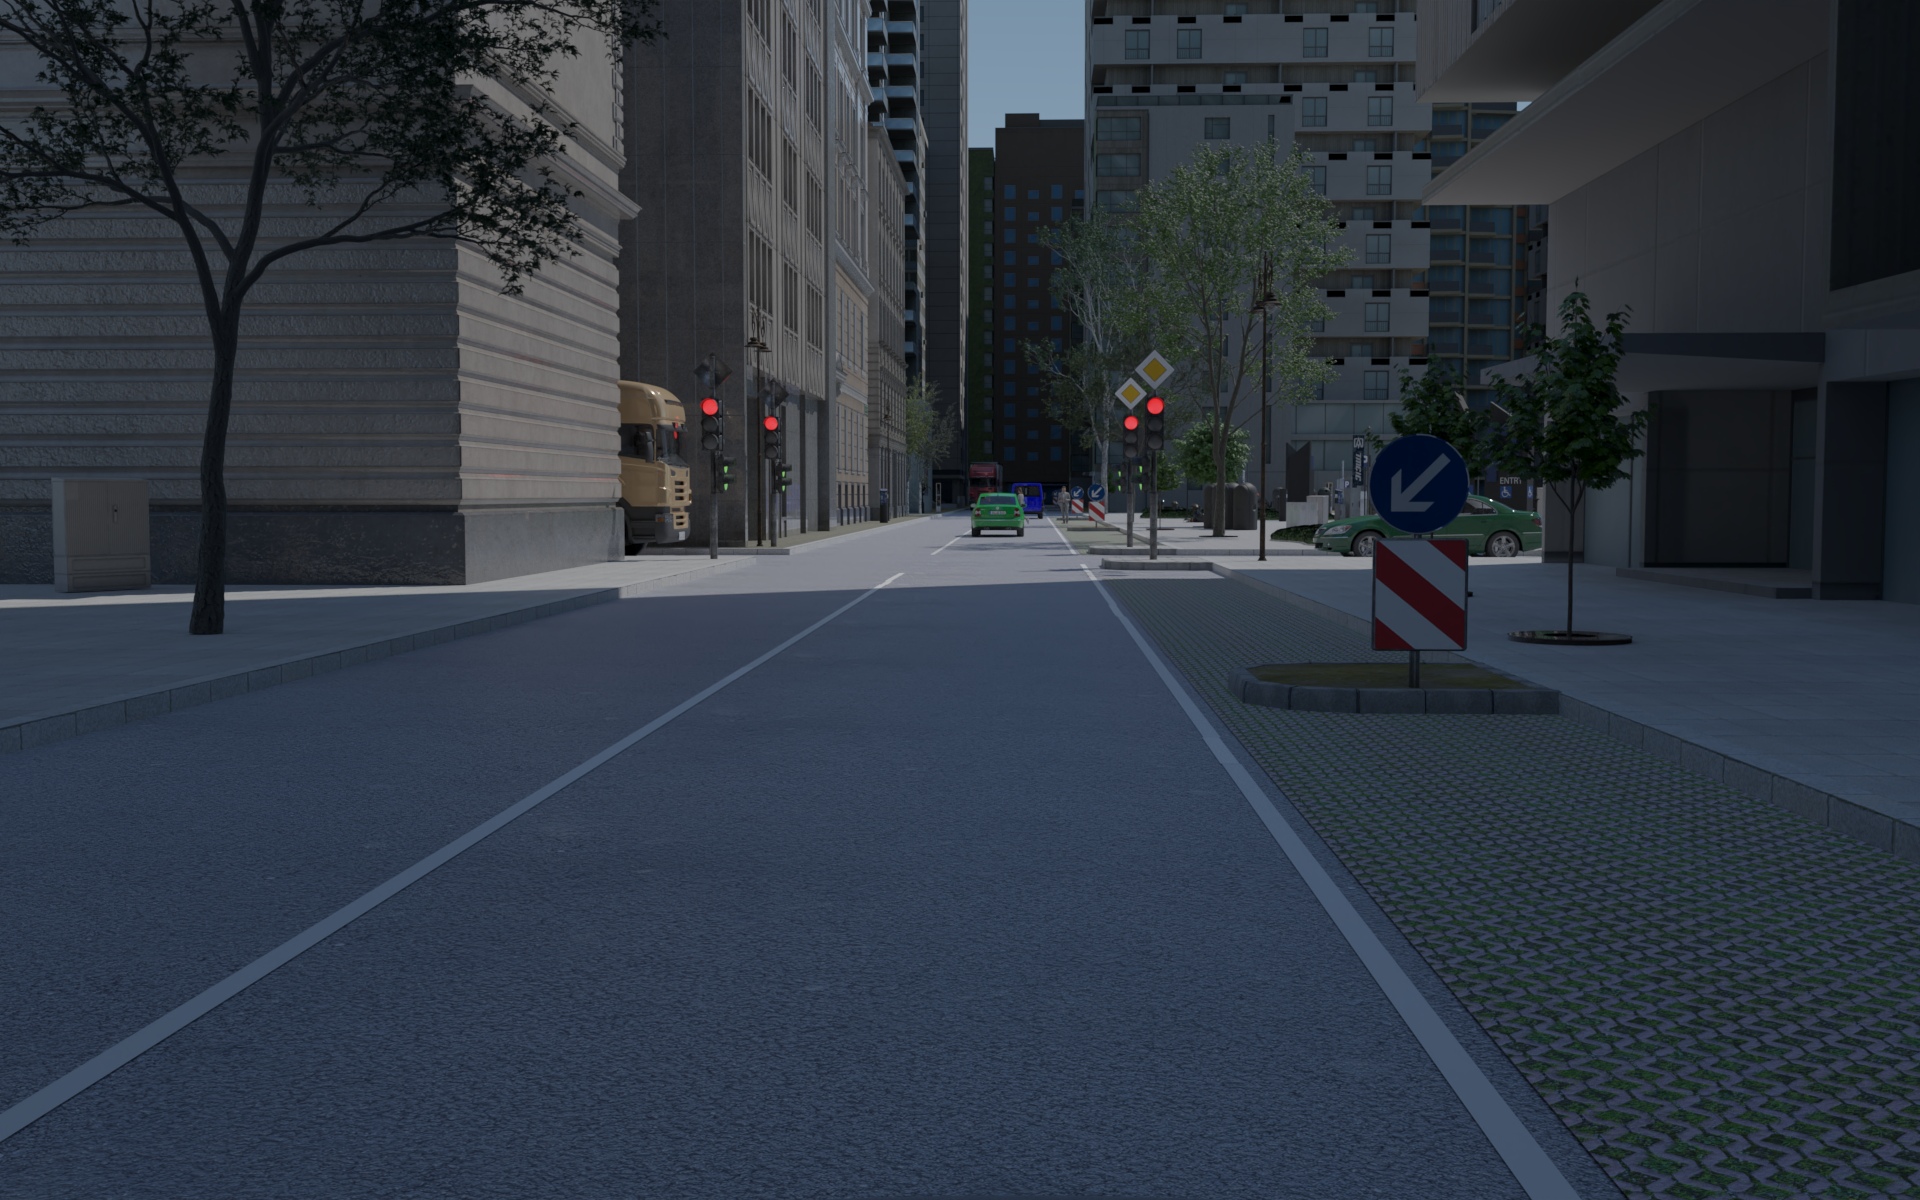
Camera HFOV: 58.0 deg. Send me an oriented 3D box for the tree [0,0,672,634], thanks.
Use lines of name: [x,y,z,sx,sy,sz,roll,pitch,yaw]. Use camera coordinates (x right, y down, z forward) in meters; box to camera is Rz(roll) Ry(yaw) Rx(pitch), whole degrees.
tree: [-6.616,-4.953,15.400,7.601,10.594,8.767,2,4,27]

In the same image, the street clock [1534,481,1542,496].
street clock: [23.469,-4.017,70.251,0.358,2.002,0.471,2,4,34]

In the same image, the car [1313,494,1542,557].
car: [10.101,-1.563,37.351,4.920,1.459,2.131,0,4,1]

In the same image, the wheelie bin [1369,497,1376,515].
wheelie bin: [19.775,-4.549,82.280,0.980,1.594,0.693,2,4,25]

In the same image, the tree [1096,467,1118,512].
tree: [10.511,-7.761,121.499,1.663,3.219,1.824,0,3,0]

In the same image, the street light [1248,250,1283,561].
street light: [5.807,-3.688,33.089,0.468,5.910,1.993,0,4,2]

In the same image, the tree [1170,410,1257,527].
tree: [9.835,-5.101,67.113,4.285,4.588,4.351,0,3,0]

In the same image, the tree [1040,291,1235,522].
tree: [7.802,-8.778,77.935,8.767,10.594,7.601,-1,4,-10]

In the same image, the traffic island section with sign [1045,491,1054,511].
traffic island section with sign: [8.232,-8.250,143.522,1.989,1.847,2.006,0,4,2]

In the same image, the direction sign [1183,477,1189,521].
direction sign: [11.016,-5.620,83.889,0.379,3.537,0.876,1,4,11]

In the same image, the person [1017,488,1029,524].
person: [2.836,-4.363,80.592,0.760,1.731,0.466,0,4,-5]

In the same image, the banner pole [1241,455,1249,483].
banner pole: [17.763,-7.207,107.853,0.863,3.779,0.401,-3,5,-44]

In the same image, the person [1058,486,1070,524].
person: [4.998,-4.562,83.294,0.606,1.804,0.583,1,4,10]

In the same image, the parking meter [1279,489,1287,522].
parking meter: [15.069,-4.427,80.792,0.372,1.533,0.369,0,3,0]

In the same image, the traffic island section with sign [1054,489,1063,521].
traffic island section with sign: [6.230,-5.214,93.875,1.989,1.847,2.006,0,4,2]

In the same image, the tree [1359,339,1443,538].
tree: [5.819,-1.662,21.770,1.663,3.219,1.824,0,3,0]

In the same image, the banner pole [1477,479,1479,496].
banner pole: [30.502,-6.845,101.940,0.401,3.779,0.863,1,4,17]

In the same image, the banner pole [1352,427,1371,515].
banner pole: [14.959,-4.550,64.413,0.863,3.779,0.401,-1,4,-11]

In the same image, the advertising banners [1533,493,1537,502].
advertising banners: [34.316,-6.403,100.874,2.074,3.025,0.090,-1,4,-15]

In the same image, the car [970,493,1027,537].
car: [1.314,-3.096,59.420,1.959,1.807,4.718,0,4,2]

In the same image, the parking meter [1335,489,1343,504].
parking meter: [18.006,-4.523,82.359,0.372,1.533,0.369,0,3,0]

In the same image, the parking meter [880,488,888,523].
parking meter: [-3.374,-4.180,76.749,0.372,1.533,0.369,0,3,0]

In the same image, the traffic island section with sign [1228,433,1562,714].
traffic island section with sign: [2.939,-0.216,12.160,1.989,1.847,2.006,0,4,2]

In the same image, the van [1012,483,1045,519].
van: [3.877,-5.901,100.867,2.240,2.365,5.245,0,4,2]

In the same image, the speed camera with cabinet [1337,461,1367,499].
speed camera with cabinet: [23.350,-6.617,102.524,2.038,3.252,0.660,1,4,12]

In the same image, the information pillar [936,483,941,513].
information pillar: [-1.446,-6.805,115.758,0.304,2.012,0.304,0,4,-4]

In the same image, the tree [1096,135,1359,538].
tree: [7.729,-7.663,51.039,9.928,11.665,9.643,0,3,0]

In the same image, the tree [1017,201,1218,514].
tree: [9.950,-15.551,110.147,12.611,20.169,13.585,0,3,0]

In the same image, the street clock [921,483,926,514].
street clock: [-2.476,-6.702,114.145,0.471,2.002,0.358,-3,5,-45]

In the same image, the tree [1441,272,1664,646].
tree: [5.450,-1.254,15.109,1.663,3.219,1.824,0,3,0]

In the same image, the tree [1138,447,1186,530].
tree: [6.999,-4.086,61.399,1.663,3.219,1.824,0,3,0]

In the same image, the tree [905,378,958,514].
tree: [-2.304,-9.774,110.165,4.360,8.622,3.978,0,3,0]

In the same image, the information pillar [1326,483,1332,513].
information pillar: [23.743,-6.542,111.460,0.304,2.012,0.304,-1,4,-19]

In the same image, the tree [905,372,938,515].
tree: [-3.352,-9.427,104.494,4.737,8.622,4.395,0,3,0]

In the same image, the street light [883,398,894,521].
street light: [-3.417,-6.704,82.404,0.468,5.910,1.993,0,4,2]

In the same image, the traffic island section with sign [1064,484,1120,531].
traffic island section with sign: [5.144,-3.567,66.942,1.989,1.847,2.006,0,4,2]

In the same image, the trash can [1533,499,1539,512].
trash can: [18.015,-2.651,55.001,0.748,1.137,0.748,0,3,0]

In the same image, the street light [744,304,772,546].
street light: [-4.914,-4.253,42.328,0.468,5.910,1.993,0,4,2]
